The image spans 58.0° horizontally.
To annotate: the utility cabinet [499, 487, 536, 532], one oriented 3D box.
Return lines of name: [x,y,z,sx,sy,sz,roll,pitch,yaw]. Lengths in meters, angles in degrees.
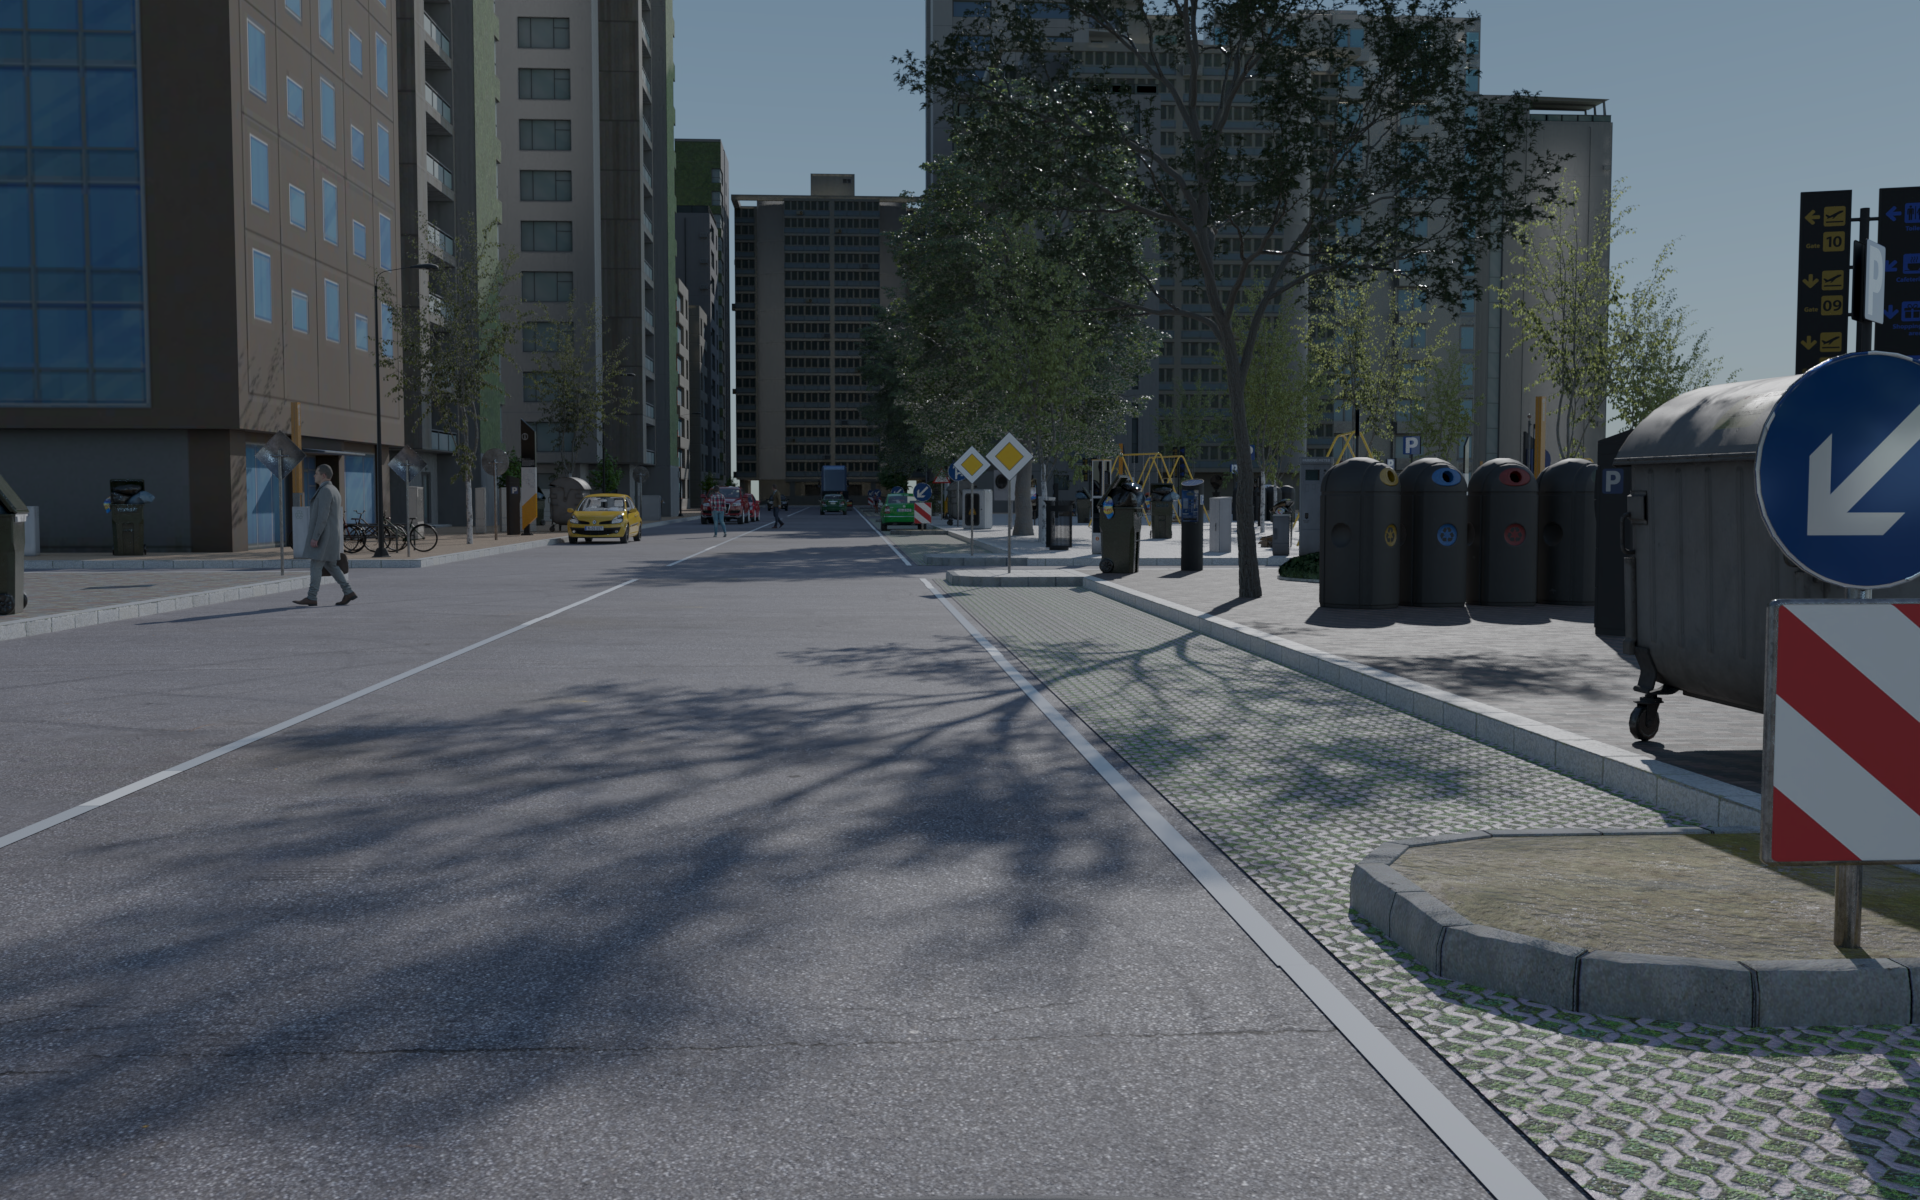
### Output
utility cabinet: [-14.950,-3.049,58.537,1.173,1.500,0.318,-2,4,-30]

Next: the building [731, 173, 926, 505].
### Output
building: [-15.608,-31.856,212.723,23.993,40.220,32.217,0,4,-4]

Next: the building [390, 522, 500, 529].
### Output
building: [-25.763,-23.325,64.960,14.154,41.232,14.086,0,4,-4]

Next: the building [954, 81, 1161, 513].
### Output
building: [6.424,-21.621,125.207,14.160,30.474,14.107,0,4,-4]

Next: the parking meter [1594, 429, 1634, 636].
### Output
parking meter: [5.998,-0.614,15.754,0.255,1.863,0.399,-2,4,-31]

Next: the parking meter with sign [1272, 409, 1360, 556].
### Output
parking meter with sign: [7.367,-2.422,35.861,1.738,3.016,0.543,1,4,14]

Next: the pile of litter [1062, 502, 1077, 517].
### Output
pile of litter: [6.233,-5.243,99.681,1.176,0.858,1.719,1,4,18]

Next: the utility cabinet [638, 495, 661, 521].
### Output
utility cabinet: [-14.975,-4.429,83.574,1.020,1.237,0.306,0,4,-3]

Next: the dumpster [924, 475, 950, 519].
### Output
dumpster: [-1.262,-5.278,88.790,1.502,2.255,1.985,0,4,-4]

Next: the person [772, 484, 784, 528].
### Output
person: [-7.705,-3.936,72.768,0.656,1.842,0.836,2,4,34]

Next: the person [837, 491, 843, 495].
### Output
person: [-9.884,-8.209,143.527,0.445,1.727,0.742,1,4,17]

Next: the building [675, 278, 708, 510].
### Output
building: [-37.230,-18.786,152.192,27.650,21.520,28.899,0,4,-4]

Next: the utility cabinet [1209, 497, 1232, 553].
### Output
utility cabinet: [5.770,-1.668,38.430,0.306,1.237,1.020,0,4,-4]

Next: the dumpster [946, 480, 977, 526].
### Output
dumpster: [0.098,-3.982,70.860,1.264,1.857,1.865,0,4,-4]

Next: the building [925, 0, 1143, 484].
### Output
building: [7.098,-38.398,169.813,21.231,58.520,28.212,0,4,-4]

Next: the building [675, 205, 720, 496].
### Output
building: [-31.554,-24.655,174.811,14.107,30.474,14.160,0,4,-4]

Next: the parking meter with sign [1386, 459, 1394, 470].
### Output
parking meter with sign: [20.855,-5.531,86.699,0.543,3.016,1.738,-3,4,-36]

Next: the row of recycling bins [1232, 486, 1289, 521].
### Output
row of recycling bins: [14.701,-4.670,83.471,3.534,1.692,1.069,-2,4,-29]

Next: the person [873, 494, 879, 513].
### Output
person: [-6.279,-7.222,129.808,0.421,1.427,0.697,1,4,12]

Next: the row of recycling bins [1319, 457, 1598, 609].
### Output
row of recycling bins: [5.826,-0.787,19.976,3.534,1.692,1.069,-1,4,-13]

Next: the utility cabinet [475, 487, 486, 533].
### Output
utility cabinet: [-15.665,-2.929,56.571,0.318,1.500,1.173,-1,4,-13]

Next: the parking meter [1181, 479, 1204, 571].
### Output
parking meter: [3.901,-1.265,29.089,0.372,1.533,0.369,0,3,0]

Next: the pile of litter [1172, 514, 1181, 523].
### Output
pile of litter: [9.541,-3.929,78.211,1.719,0.858,1.176,0,4,1]

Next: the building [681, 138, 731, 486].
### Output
building: [-34.152,-31.710,202.058,14.086,41.232,14.154,0,4,-4]

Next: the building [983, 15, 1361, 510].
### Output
building: [14.237,-27.698,144.746,32.217,40.220,23.993,0,4,-4]

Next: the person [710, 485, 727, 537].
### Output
person: [-8.076,-2.964,57.798,0.563,1.720,0.643,-2,4,-27]

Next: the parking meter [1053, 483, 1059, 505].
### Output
parking meter: [5.148,-5.353,93.239,0.255,1.863,0.399,-1,4,-8]

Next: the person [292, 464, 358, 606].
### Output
person: [-8.176,-0.835,22.252,0.767,1.812,0.694,0,4,-6]

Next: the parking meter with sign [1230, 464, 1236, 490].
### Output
parking meter with sign: [16.318,-6.383,100.623,0.543,3.016,1.738,-1,4,-19]

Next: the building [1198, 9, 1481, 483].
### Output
building: [36.075,-33.953,174.746,30.456,49.044,23.786,0,4,-4]

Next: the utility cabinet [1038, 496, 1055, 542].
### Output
utility cabinet: [2.330,-2.151,46.323,0.306,1.237,1.020,1,4,13]

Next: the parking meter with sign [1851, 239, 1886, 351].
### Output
parking meter with sign: [6.945,-0.937,11.578,1.738,3.016,0.543,3,5,40]

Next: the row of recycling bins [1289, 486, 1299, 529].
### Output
row of recycling bins: [13.692,-3.356,61.978,3.534,1.692,1.069,-1,4,-21]

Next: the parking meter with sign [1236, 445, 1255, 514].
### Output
parking meter with sign: [10.323,-4.032,62.184,0.543,3.016,1.738,1,4,11]

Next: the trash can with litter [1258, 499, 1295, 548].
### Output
trash can with litter: [7.525,-1.837,41.427,0.624,1.170,1.055,-2,4,-30]

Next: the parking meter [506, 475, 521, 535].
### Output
parking meter: [-13.991,-2.970,54.275,0.399,1.863,0.255,-3,4,-37]

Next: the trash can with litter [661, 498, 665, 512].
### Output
trash can with litter: [-15.021,-4.547,85.732,0.624,1.170,1.055,0,4,2]

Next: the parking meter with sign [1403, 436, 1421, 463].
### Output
parking meter with sign: [14.128,-3.460,52.839,0.543,3.016,1.738,3,5,39]

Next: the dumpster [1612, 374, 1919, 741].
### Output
dumpster: [4.111,-0.155,8.288,1.264,1.857,1.865,0,4,-4]

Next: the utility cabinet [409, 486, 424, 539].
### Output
utility cabinet: [-15.391,-2.465,48.975,0.318,1.500,1.173,-1,4,-9]

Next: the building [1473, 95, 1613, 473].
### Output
building: [58.184,-30.433,181.173,14.086,41.232,14.154,0,4,-4]

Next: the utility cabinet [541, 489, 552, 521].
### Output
utility cabinet: [-19.346,-4.399,80.604,1.173,1.500,0.318,-1,4,-16]

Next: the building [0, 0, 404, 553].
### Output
building: [-22.962,-24.022,42.873,14.600,45.320,14.200,0,4,-4]

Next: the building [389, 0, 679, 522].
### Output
building: [-23.083,-25.078,93.614,14.154,41.232,14.086,0,4,-4]

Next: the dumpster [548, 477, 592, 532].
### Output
dumpster: [-13.339,-3.268,59.188,1.264,1.857,1.865,0,4,-4]
